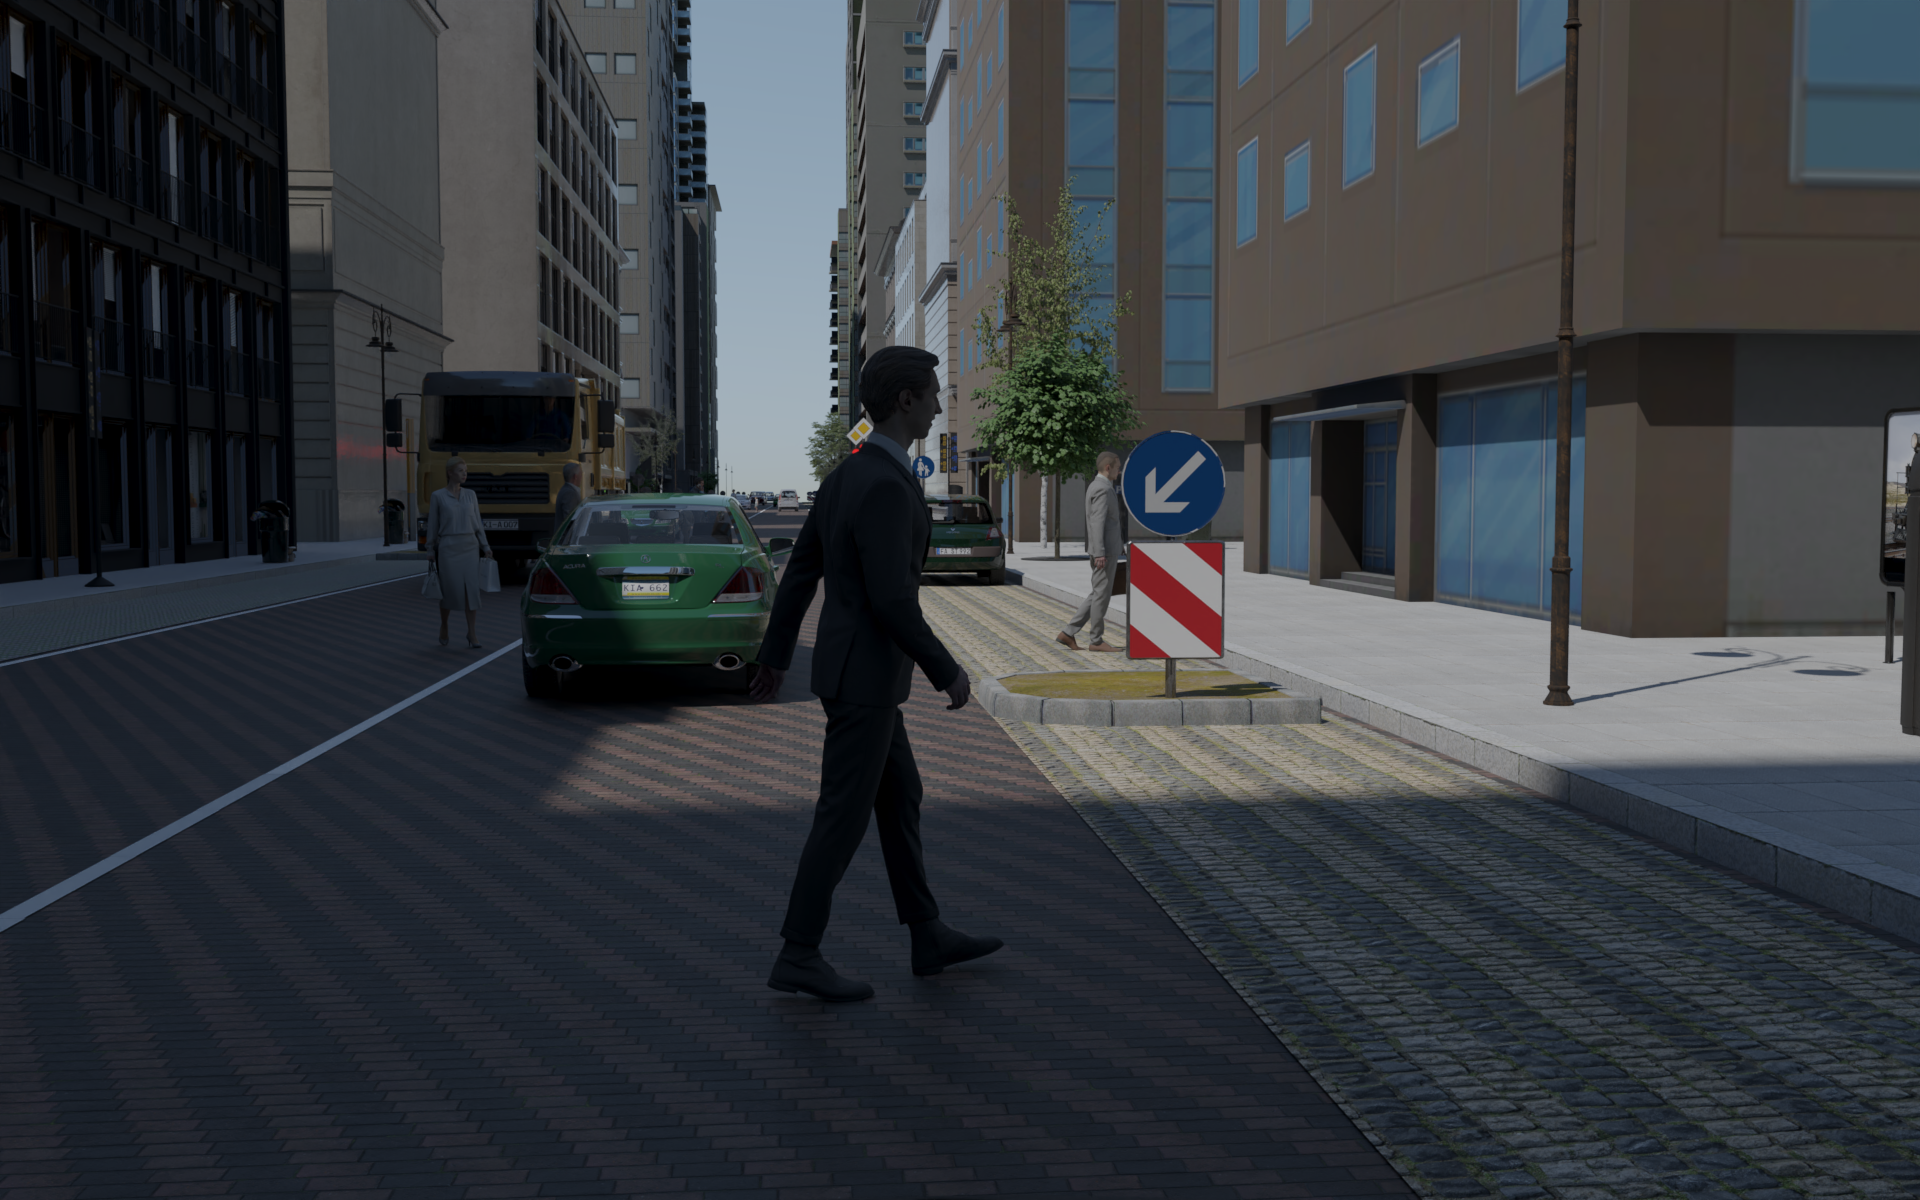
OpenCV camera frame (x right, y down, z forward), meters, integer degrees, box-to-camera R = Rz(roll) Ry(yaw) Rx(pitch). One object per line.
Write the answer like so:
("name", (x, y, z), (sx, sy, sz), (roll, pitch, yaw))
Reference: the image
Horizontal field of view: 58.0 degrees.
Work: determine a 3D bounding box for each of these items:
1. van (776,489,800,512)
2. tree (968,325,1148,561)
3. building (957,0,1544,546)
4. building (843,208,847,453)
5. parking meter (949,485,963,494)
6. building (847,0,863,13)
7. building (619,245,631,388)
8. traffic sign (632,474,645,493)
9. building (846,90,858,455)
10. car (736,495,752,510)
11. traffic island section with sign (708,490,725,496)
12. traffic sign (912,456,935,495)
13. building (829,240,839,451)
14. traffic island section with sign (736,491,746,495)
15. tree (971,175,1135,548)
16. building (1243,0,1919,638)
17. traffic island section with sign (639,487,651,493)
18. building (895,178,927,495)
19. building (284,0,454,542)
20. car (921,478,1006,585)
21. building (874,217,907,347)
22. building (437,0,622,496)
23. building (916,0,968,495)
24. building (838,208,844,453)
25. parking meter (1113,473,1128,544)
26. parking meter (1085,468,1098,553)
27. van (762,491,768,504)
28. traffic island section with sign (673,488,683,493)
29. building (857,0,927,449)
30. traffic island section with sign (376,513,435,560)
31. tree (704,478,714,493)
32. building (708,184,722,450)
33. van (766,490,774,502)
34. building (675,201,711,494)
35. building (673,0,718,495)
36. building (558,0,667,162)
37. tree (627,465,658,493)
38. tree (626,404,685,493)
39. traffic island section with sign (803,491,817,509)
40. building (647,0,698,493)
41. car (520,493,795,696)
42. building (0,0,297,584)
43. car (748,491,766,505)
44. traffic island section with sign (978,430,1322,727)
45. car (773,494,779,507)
("van", (-14.158, -8.295, 142.642), (2.013, 2.044, 4.112), (0, 4, -7))
("tree", (1.961, -3.050, 33.577), (4.285, 4.588, 4.351), (0, 3, 0))
("building", (7.447, -24.561, 51.691), (14.600, 45.320, 14.200), (0, 4, -5))
("building", (-5.482, -31.205, 193.793), (14.154, 41.232, 14.086), (0, 4, -5))
("parking meter", (-0.106, -2.308, 46.140), (0.372, 1.533, 0.369), (0, 3, 0))
("building", (-5.299, -47.252, 210.828), (20.563, 71.187, 20.611), (0, 4, -5))
("building", (-28.529, -17.015, 114.346), (11.583, 22.565, 21.152), (0, 4, -5))
("traffic sign", (-19.993, -6.579, 107.667), (0.768, 2.556, 0.104), (0, 4, -5))
("building", (-4.190, -30.317, 179.273), (14.154, 41.232, 14.086), (0, 4, -5))
("car", (-19.990, -8.885, 157.631), (2.083, 1.381, 4.827), (0, 4, -7))
("traffic island section with sign", (-24.160, -9.790, 168.698), (1.989, 1.847, 2.006), (0, 4, -5))
("traffic sign", (-1.213, -3.503, 57.385), (0.768, 2.556, 0.104), (0, 4, 4))
("building", (-10.832, -38.982, 291.972), (22.147, 44.769, 28.867), (0, 4, -5))
("traffic island section with sign", (-34.657, -16.490, 278.230), (1.989, 1.847, 2.006), (0, 4, -5))
("tree", (2.018, -5.535, 40.867), (4.737, 8.622, 4.395), (0, 3, 0))
("building", (11.853, -22.702, 21.293), (14.600, 45.320, 14.200), (0, 4, -5))
("traffic island section with sign", (-16.943, -5.190, 93.478), (1.989, 1.847, 2.006), (0, 4, -5))
("building", (2.014, -14.908, 98.491), (10.420, 20.320, 16.860), (0, 4, -5))
("building", (-31.456, -13.346, 51.486), (30.059, 22.955, 16.112), (0, 4, -5))
("car", (-0.239, -1.143, 28.480), (2.009, 1.686, 4.222), (0, 4, -4))
("building", (-0.964, -16.883, 126.941), (10.553, 20.767, 40.483), (0, 4, -5))
("building", (-28.453, -17.247, 86.510), (19.350, 26.468, 34.151), (0, 4, -5))
("building", (8.501, -17.954, 79.456), (20.117, 28.700, 13.634), (0, 4, -5))
("building", (-10.594, -34.637, 249.902), (14.154, 41.232, 14.086), (0, 4, -5))
("parking meter", (4.145, -2.377, 44.568), (0.399, 1.863, 0.255), (1, 4, 23))
("parking meter", (2.910, -1.976, 38.012), (0.255, 1.863, 0.399), (1, 4, 22))
("van", (-27.801, -14.372, 241.994), (2.013, 2.044, 4.112), (0, 4, -5))
("traffic island section with sign", (-19.538, -6.839, 120.440), (1.989, 1.847, 2.006), (0, 4, -5))
("building", (1.473, -32.905, 161.700), (21.300, 48.544, 21.600), (0, 4, -5))
("traffic island section with sign", (-11.648, -1.808, 38.194), (1.989, 1.847, 2.006), (0, 4, -5))
("tree", (-30.106, -13.143, 209.487), (1.663, 3.219, 1.824), (0, 3, 0))
("building", (-54.033, -42.613, 285.954), (28.713, 52.752, 27.495), (0, 4, -5))
("van", (-30.811, -16.706, 280.158), (2.013, 2.044, 4.112), (0, 4, -6))
("building", (-41.459, -33.754, 235.473), (14.154, 41.232, 14.086), (0, 4, -5))
("building", (-47.141, -57.712, 256.255), (22.319, 86.520, 31.000), (0, 4, -5))
("building", (-40.872, -34.752, 157.426), (28.713, 52.752, 27.495), (0, 4, -5))
("tree", (-21.382, -7.371, 115.122), (1.663, 3.219, 1.824), (0, 3, 0))
("tree", (-23.980, -11.450, 137.573), (4.360, 8.622, 3.978), (0, 3, 0))
("traffic island section with sign", (-16.676, -11.565, 197.714), (1.989, 1.847, 2.006), (0, 4, -5))
("building", (-38.291, -45.442, 181.227), (20.563, 71.187, 20.611), (0, 4, -5))
("car", (-2.367, -0.124, 13.820), (2.131, 1.459, 4.920), (0, 4, -7))
("building", (-20.264, -12.238, 29.762), (12.332, 23.373, 15.834), (0, 4, -5))
("car", (-25.773, -12.894, 219.496), (2.281, 1.827, 5.304), (0, 4, -6))
("traffic island section with sign", (1.156, -0.180, 11.565), (1.989, 1.847, 2.006), (0, 4, -5))
("car", (-20.053, -11.358, 194.497), (1.959, 1.807, 4.718), (0, 4, -4))
